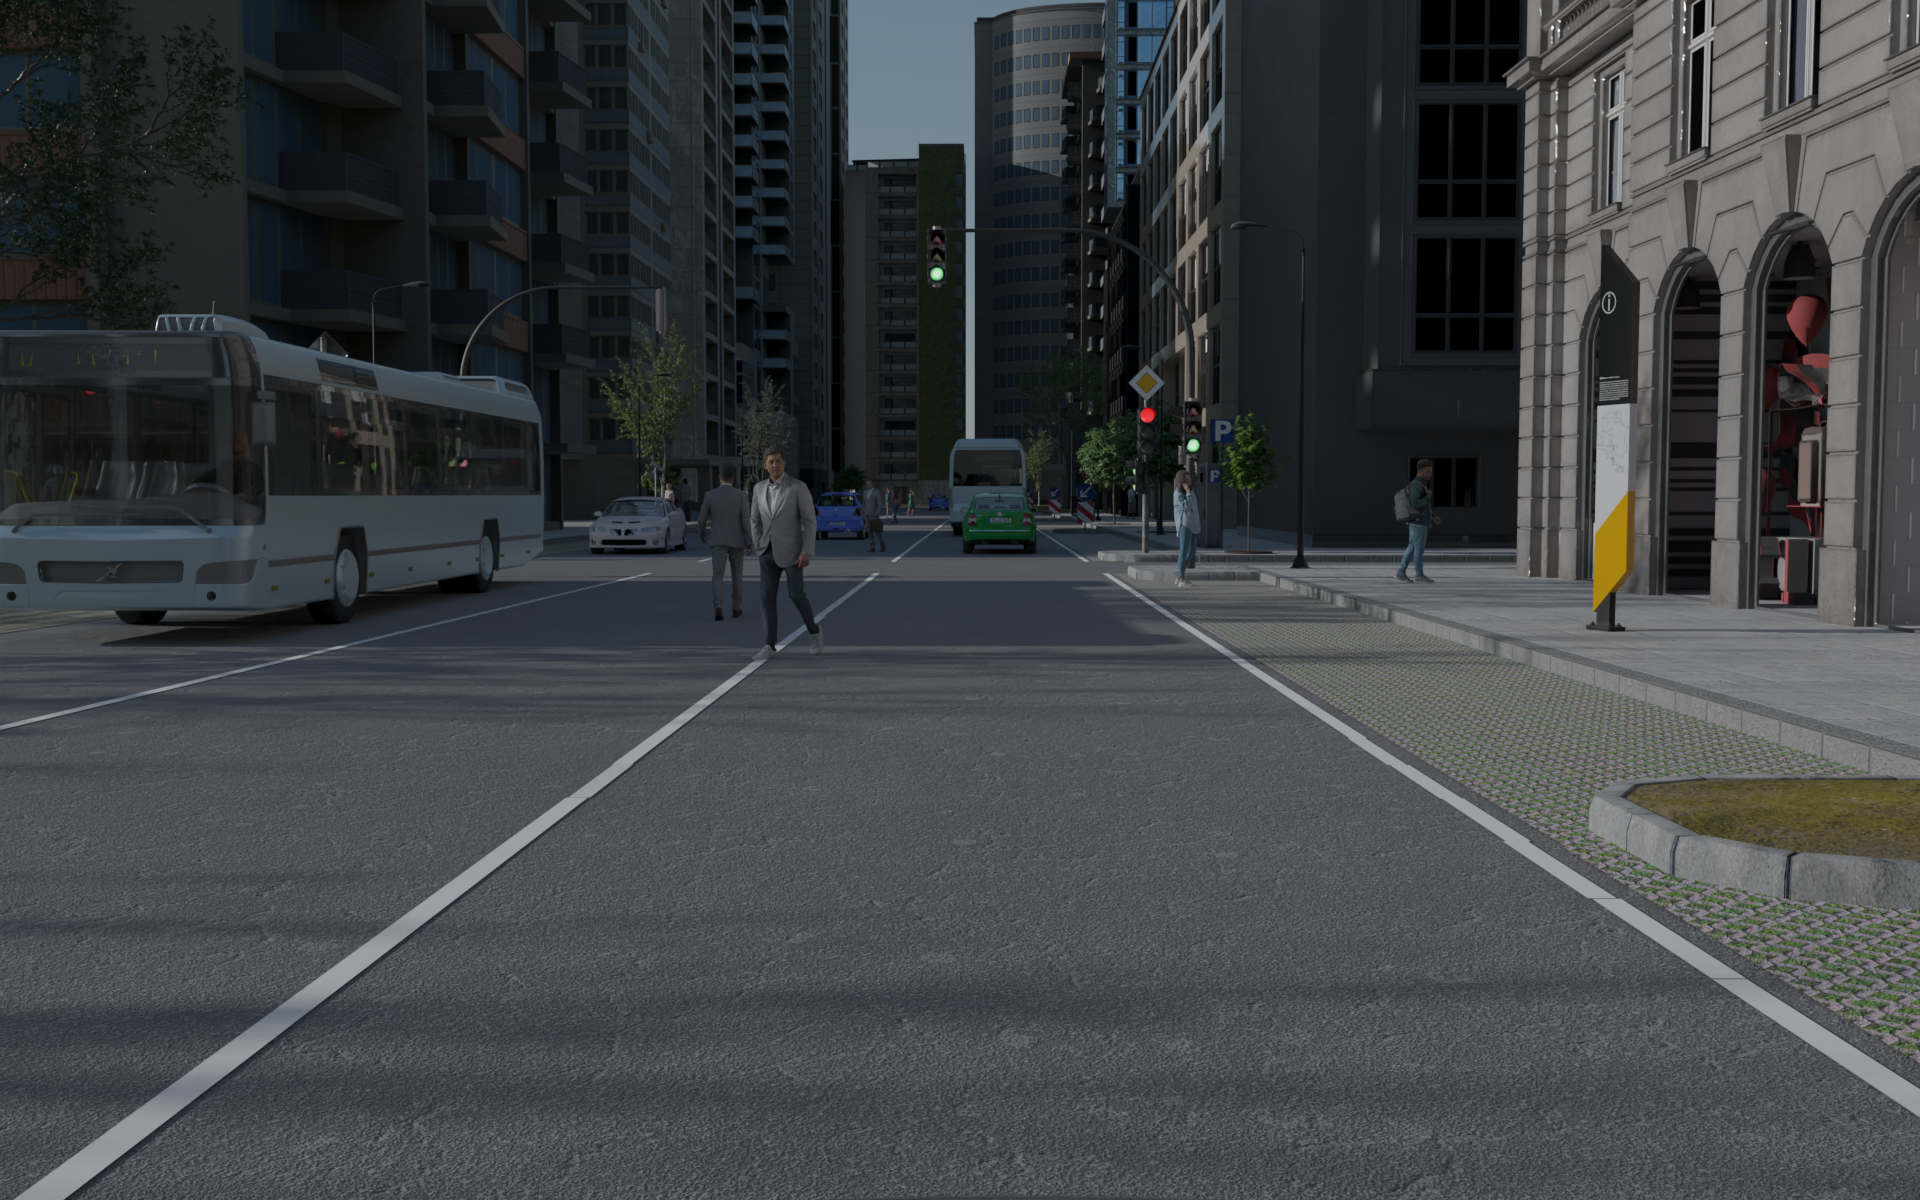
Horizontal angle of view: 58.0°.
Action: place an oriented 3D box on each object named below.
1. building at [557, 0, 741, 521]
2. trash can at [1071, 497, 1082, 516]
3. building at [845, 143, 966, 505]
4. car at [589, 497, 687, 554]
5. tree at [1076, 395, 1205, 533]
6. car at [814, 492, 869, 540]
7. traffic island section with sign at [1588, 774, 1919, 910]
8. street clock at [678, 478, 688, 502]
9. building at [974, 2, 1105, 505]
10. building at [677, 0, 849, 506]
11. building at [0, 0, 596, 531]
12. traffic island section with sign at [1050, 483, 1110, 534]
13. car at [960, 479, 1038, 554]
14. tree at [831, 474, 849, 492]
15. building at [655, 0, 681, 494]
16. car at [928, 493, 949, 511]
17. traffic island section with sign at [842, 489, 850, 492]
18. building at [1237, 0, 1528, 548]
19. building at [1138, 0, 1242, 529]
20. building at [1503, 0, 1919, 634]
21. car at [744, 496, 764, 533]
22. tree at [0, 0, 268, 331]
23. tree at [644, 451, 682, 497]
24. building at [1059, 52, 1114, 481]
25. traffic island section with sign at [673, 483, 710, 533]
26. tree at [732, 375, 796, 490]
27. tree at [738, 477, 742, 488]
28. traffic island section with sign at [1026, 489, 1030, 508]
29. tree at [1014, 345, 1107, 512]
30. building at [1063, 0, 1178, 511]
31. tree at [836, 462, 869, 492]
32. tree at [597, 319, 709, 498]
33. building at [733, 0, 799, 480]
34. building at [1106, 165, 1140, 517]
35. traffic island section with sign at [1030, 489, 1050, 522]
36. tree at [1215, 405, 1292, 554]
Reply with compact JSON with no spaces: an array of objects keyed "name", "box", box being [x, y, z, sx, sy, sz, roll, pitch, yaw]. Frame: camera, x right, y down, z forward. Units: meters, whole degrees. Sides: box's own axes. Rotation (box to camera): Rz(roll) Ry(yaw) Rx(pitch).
[{"name":"building","box":[-28.324,-24.331,89.698,32.217,40.220,23.993,0,4,1]},{"name":"trash can","box":[6.737,-5.415,100.187,0.748,1.137,0.748,0,3,0]},{"name":"building","box":[-6.298,-31.895,205.078,14.086,41.232,14.154,0,4,1]},{"name":"car","box":[-7.938,-1.876,43.041,2.083,1.381,4.827,0,4,0]},{"name":"tree","box":[6.657,-4.527,57.737,4.285,4.588,4.351,0,3,0]},{"name":"car","box":[-3.768,-2.813,55.583,1.945,1.707,3.694,0,4,2]},{"name":"traffic island section with sign","box":[3.652,0.109,6.850,1.989,1.847,2.006,0,4,1]},{"name":"street clock","box":[-12.483,-4.496,78.087,0.358,2.002,0.471,1,4,18]},{"name":"building","box":[15.808,-40.701,207.461,28.212,58.520,21.231,0,4,1]},{"name":"building","box":[-24.343,-47.068,207.821,20.611,71.187,20.563,0,4,1]},{"name":"building","box":[-24.023,-24.363,52.952,22.147,44.769,28.867,0,4,1]},{"name":"traffic island section with sign","box":[4.418,-3.335,63.158,1.989,1.847,2.006,0,4,1]},{"name":"car","box":[0.977,-2.091,42.981,1.959,1.807,4.718,0,4,1]},{"name":"tree","box":[-11.851,-10.602,167.945,1.663,3.219,1.824,0,3,0]},{"name":"building","box":[-46.376,-47.104,208.403,20.611,71.187,20.563,0,4,1]},{"name":"car","box":[-1.813,-8.499,148.552,1.945,1.707,3.694,0,3,0]},{"name":"traffic island section with sign","box":[-9.162,-8.022,139.789,1.989,1.847,2.006,0,4,1]},{"name":"building","box":[20.378,-15.428,45.748,24.014,27.812,14.314,0,4,1]},{"name":"building","box":[19.398,-16.825,79.601,19.350,26.468,34.151,0,4,1]},{"name":"building","box":[14.485,-10.597,15.057,13.314,21.916,24.055,0,4,1]},{"name":"car","box":[-7.230,-3.391,65.225,2.009,1.686,4.222,0,4,2]},{"name":"tree","box":[-13.625,-5.385,22.450,7.601,10.594,8.767,1,4,14]},{"name":"tree","box":[-13.112,-5.008,76.478,1.663,3.219,1.824,0,3,0]},{"name":"building","box":[21.175,-31.588,171.092,22.147,44.769,28.867,0,4,1]},{"name":"traffic island section with sign","box":[-10.192,-3.353,63.456,1.989,1.847,2.006,0,4,1]},{"name":"tree","box":[-12.380,-9.636,107.907,4.360,8.622,3.978,0,3,0]},{"name":"tree","box":[-14.167,-6.717,104.416,1.663,3.219,1.824,0,3,0]},{"name":"traffic island section with sign","box":[5.457,-8.023,139.801,1.989,1.847,2.006,0,4,1]},{"name":"tree","box":[7.818,-12.001,121.979,9.928,11.665,9.643,0,3,0]},{"name":"building","box":[20.281,-50.561,139.339,22.319,86.520,31.000,0,4,1]},{"name":"tree","box":[-11.095,-11.926,178.708,4.285,4.588,4.351,0,3,0]},{"name":"tree","box":[-12.653,-7.453,72.227,4.737,8.622,4.395,0,3,0]},{"name":"building","box":[-24.709,-51.073,147.714,22.319,86.520,31.000,0,4,1]},{"name":"building","box":[15.625,-16.829,104.839,12.332,23.373,15.834,0,4,1]},{"name":"traffic island section with sign","box":[4.784,-4.984,90.110,1.989,1.847,2.006,0,4,1]},{"name":"tree","box":[6.373,-2.618,37.412,1.663,3.219,1.824,0,3,0]}]
